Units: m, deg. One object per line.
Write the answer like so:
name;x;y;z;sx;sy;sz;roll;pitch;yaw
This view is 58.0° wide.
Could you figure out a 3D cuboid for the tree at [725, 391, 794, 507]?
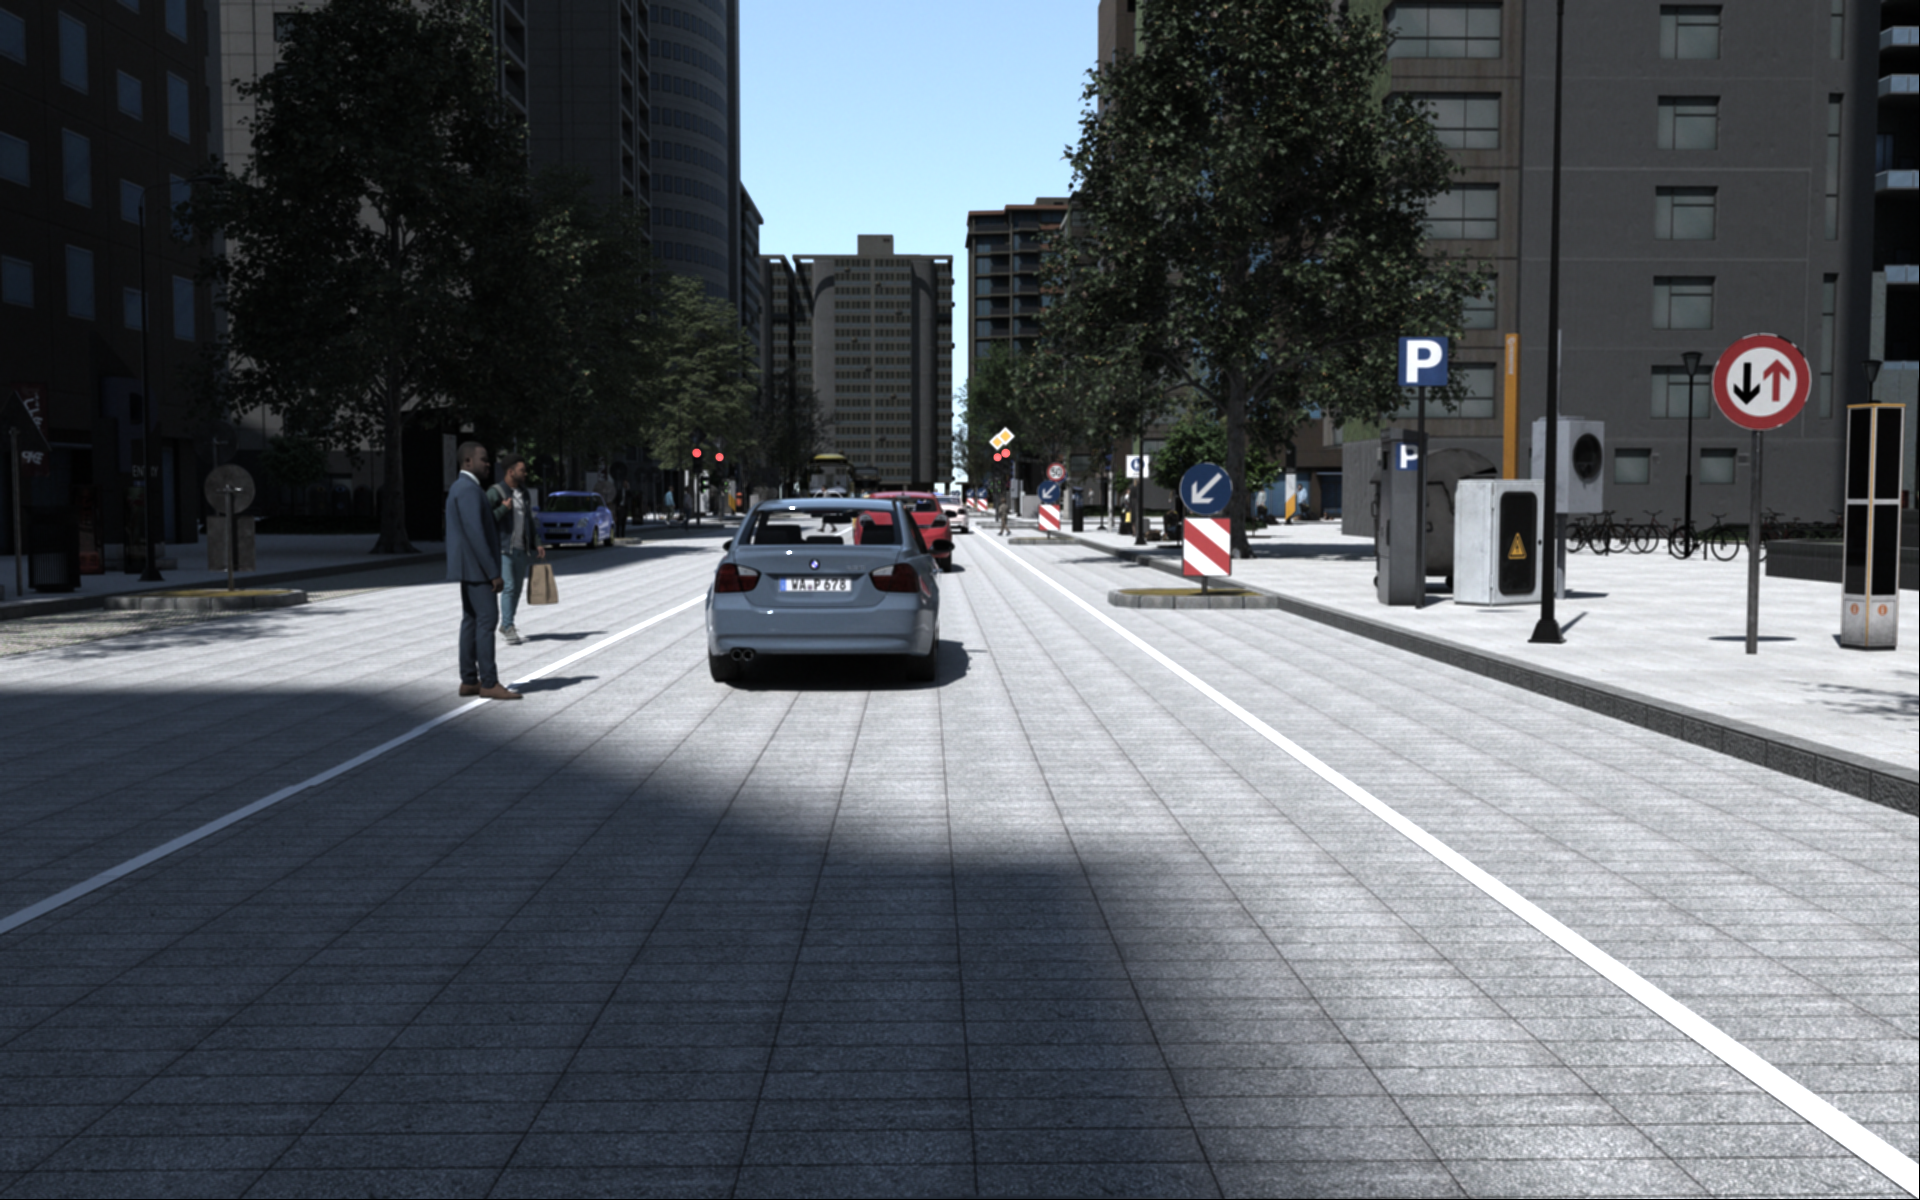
tree;-14.004;-9.994;113.766;4.360;8.622;3.978;0;3;0

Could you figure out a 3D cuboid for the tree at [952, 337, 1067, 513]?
tree;3.692;-11.627;115.854;9.928;11.665;9.643;0;3;0

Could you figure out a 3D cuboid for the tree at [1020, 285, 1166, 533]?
tree;4.772;-6.550;57.449;4.360;8.622;3.978;0;3;0

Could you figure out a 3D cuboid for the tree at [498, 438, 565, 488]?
tree;-22.290;-6.506;90.081;4.285;4.588;4.351;0;3;0

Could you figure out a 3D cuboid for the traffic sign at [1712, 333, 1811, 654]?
traffic sign;6.359;-0.840;13.835;0.768;2.556;0.104;0;4;3

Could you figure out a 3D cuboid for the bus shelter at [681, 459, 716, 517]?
bus shelter;-14.826;-6.457;99.502;2.014;3.302;5.546;0;4;-1

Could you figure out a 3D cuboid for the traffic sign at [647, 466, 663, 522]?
traffic sign;-14.078;-4.875;79.812;0.768;2.556;0.104;1;4;8

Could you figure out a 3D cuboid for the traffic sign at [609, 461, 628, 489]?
traffic sign;-13.200;-4.090;66.984;0.768;2.556;0.104;0;4;8

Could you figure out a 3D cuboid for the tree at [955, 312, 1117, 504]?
tree;4.433;-9.248;85.623;8.767;10.594;7.601;0;4;3

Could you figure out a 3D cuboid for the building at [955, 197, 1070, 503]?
building;13.716;-36.911;258.117;28.867;44.769;22.147;0;4;-1

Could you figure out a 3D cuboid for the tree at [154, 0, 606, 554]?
tree;-12.134;-7.345;37.092;9.611;12.733;9.660;0;3;0

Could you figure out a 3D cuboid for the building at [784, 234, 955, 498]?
building;-12.801;-34.876;262.100;23.993;40.220;32.217;0;4;-1

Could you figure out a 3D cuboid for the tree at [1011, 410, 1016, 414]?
tree;4.631;-8.700;92.615;4.360;8.622;3.978;0;3;0

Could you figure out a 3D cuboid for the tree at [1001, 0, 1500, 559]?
tree;5.596;-7.174;34.302;9.611;12.733;9.660;0;3;0

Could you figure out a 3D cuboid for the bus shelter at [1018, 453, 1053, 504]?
bus shelter;4.492;-6.774;102.035;1.731;3.624;6.357;0;4;-1

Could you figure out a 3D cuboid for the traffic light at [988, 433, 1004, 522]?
traffic light;1.710;-5.588;80.292;0.839;4.253;0.868;0;4;-1

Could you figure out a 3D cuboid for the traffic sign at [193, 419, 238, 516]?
traffic sign;-12.640;-1.793;29.423;0.768;2.556;0.104;0;4;1

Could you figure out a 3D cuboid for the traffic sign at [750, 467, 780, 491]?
traffic sign;-14.844;-8.426;131.630;2.265;3.308;0.079;0;4;4

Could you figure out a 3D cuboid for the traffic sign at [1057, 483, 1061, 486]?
traffic sign;5.278;-5.708;95.459;0.606;2.300;0.079;0;4;7

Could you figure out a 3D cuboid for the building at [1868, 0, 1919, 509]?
building;54.209;-48.054;98.357;31.000;86.520;22.319;0;4;-1

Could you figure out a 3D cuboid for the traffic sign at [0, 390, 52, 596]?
traffic sign;-11.807;-1.325;21.671;0.884;2.594;0.081;0;4;1

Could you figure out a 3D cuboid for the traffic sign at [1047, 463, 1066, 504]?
traffic sign;3.900;-4.291;70.271;0.768;2.556;0.104;0;4;1

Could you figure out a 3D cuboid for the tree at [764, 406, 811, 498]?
tree;-14.773;-11.912;145.130;4.737;8.622;4.395;0;3;0

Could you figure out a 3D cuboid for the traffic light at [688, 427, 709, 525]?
traffic light;-10.881;-5.083;72.027;0.839;4.253;0.868;0;4;-1

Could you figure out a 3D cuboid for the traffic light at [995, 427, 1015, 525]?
traffic light;1.877;-5.100;72.309;0.839;4.253;0.868;0;4;-1

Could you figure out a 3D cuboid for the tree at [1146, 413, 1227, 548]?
tree;5.341;-2.858;41.329;1.663;3.219;1.824;0;3;0

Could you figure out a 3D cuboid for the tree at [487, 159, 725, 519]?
tree;-13.240;-8.664;59.776;7.486;12.596;7.792;0;3;0

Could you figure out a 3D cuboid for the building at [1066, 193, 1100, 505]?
building;17.215;-24.275;168.601;14.160;30.474;14.107;0;4;-1

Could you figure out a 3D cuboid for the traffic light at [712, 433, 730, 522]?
traffic light;-11.048;-5.571;80.010;0.839;4.253;0.868;0;4;-1

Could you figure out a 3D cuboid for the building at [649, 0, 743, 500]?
building;-33.281;-38.304;168.275;21.231;58.520;28.212;0;4;-1

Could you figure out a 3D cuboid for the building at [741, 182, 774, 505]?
building;-35.916;-31.417;205.541;23.993;40.220;32.217;0;4;-1

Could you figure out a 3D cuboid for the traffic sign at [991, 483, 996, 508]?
traffic sign;2.915;-9.174;150.099;0.768;2.556;0.104;0;4;4

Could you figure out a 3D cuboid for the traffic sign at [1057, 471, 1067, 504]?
traffic sign;4.616;-4.922;80.574;0.768;2.556;0.104;0;4;6

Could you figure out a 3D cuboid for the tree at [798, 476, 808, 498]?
tree;-16.034;-11.387;180.779;1.663;3.219;1.824;0;3;0

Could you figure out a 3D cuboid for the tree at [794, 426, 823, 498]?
tree;-15.336;-13.108;164.677;4.360;8.622;3.978;0;3;0

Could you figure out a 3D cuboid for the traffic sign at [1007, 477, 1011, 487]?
traffic sign;3.632;-7.826;128.055;0.768;2.556;0.104;1;4;8

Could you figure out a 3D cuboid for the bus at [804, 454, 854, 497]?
bus;-8.122;-7.235;109.835;2.896;3.916;12.252;0;4;-2

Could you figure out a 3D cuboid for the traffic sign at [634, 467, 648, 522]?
traffic sign;-14.835;-4.941;80.894;0.768;2.556;0.104;0;4;6

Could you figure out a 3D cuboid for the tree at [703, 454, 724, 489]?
tree;-20.882;-9.708;142.441;4.285;4.588;4.351;0;3;0

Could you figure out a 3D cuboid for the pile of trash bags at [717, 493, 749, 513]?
pile of trash bags;-15.276;-6.593;117.550;1.912;1.369;3.447;-1;4;-20

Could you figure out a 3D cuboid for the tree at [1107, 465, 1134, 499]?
tree;10.441;-7.315;114.208;1.663;3.219;1.824;0;3;0

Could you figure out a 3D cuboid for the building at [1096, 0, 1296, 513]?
building;18.986;-30.208;144.005;14.600;45.320;14.200;0;4;-1

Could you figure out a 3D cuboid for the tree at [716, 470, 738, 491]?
tree;-18.351;-8.767;137.941;1.663;3.219;1.824;0;3;0

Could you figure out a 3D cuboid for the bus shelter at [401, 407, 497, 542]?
bus shelter;-14.364;-3.537;49.114;1.731;3.624;6.357;0;4;-1

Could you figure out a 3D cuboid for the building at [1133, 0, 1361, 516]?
building;19.095;-26.815;122.026;14.154;41.232;14.086;0;4;-1

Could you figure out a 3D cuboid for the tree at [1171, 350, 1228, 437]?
tree;12.343;-8.358;87.013;4.737;8.622;4.395;0;3;0

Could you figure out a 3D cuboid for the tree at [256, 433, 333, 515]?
tree;-31.179;-5.964;81.218;4.285;4.588;4.351;0;3;0

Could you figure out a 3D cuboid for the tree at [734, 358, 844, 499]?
tree;-15.497;-14.900;153.992;12.009;13.543;11.850;0;3;0

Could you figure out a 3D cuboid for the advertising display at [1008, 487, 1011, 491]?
advertising display;4.453;-9.012;152.561;0.123;1.923;0.974;1;4;18

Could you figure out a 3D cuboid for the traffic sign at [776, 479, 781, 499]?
traffic sign;-14.909;-8.603;140.769;0.768;2.556;0.104;0;4;8

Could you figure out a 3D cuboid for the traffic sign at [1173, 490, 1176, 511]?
traffic sign;6.174;-3.044;49.881;0.768;2.556;0.104;0;4;1

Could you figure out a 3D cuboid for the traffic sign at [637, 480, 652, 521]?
traffic sign;-15.075;-5.082;83.094;0.884;2.594;0.081;0;4;3

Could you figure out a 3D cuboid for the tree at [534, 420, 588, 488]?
tree;-22.694;-9.051;98.345;4.360;8.622;3.978;0;3;0

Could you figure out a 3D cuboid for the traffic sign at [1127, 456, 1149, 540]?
traffic sign;4.682;-2.667;45.731;0.606;2.300;0.079;0;4;-1

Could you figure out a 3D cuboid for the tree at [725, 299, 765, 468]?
tree;-13.906;-10.526;90.230;7.486;12.596;7.792;0;3;0

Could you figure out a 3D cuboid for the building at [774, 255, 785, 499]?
building;-37.034;-34.854;261.749;23.993;40.220;32.217;0;4;-1

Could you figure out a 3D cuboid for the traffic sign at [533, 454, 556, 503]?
traffic sign;-13.196;-3.356;54.974;0.768;2.556;0.104;1;4;8

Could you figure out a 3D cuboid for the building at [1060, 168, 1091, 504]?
building;25.426;-31.778;211.446;32.217;40.220;23.993;0;4;-1

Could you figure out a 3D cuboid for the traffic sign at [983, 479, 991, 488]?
traffic sign;2.325;-9.105;148.975;0.768;2.556;0.104;0;4;3
